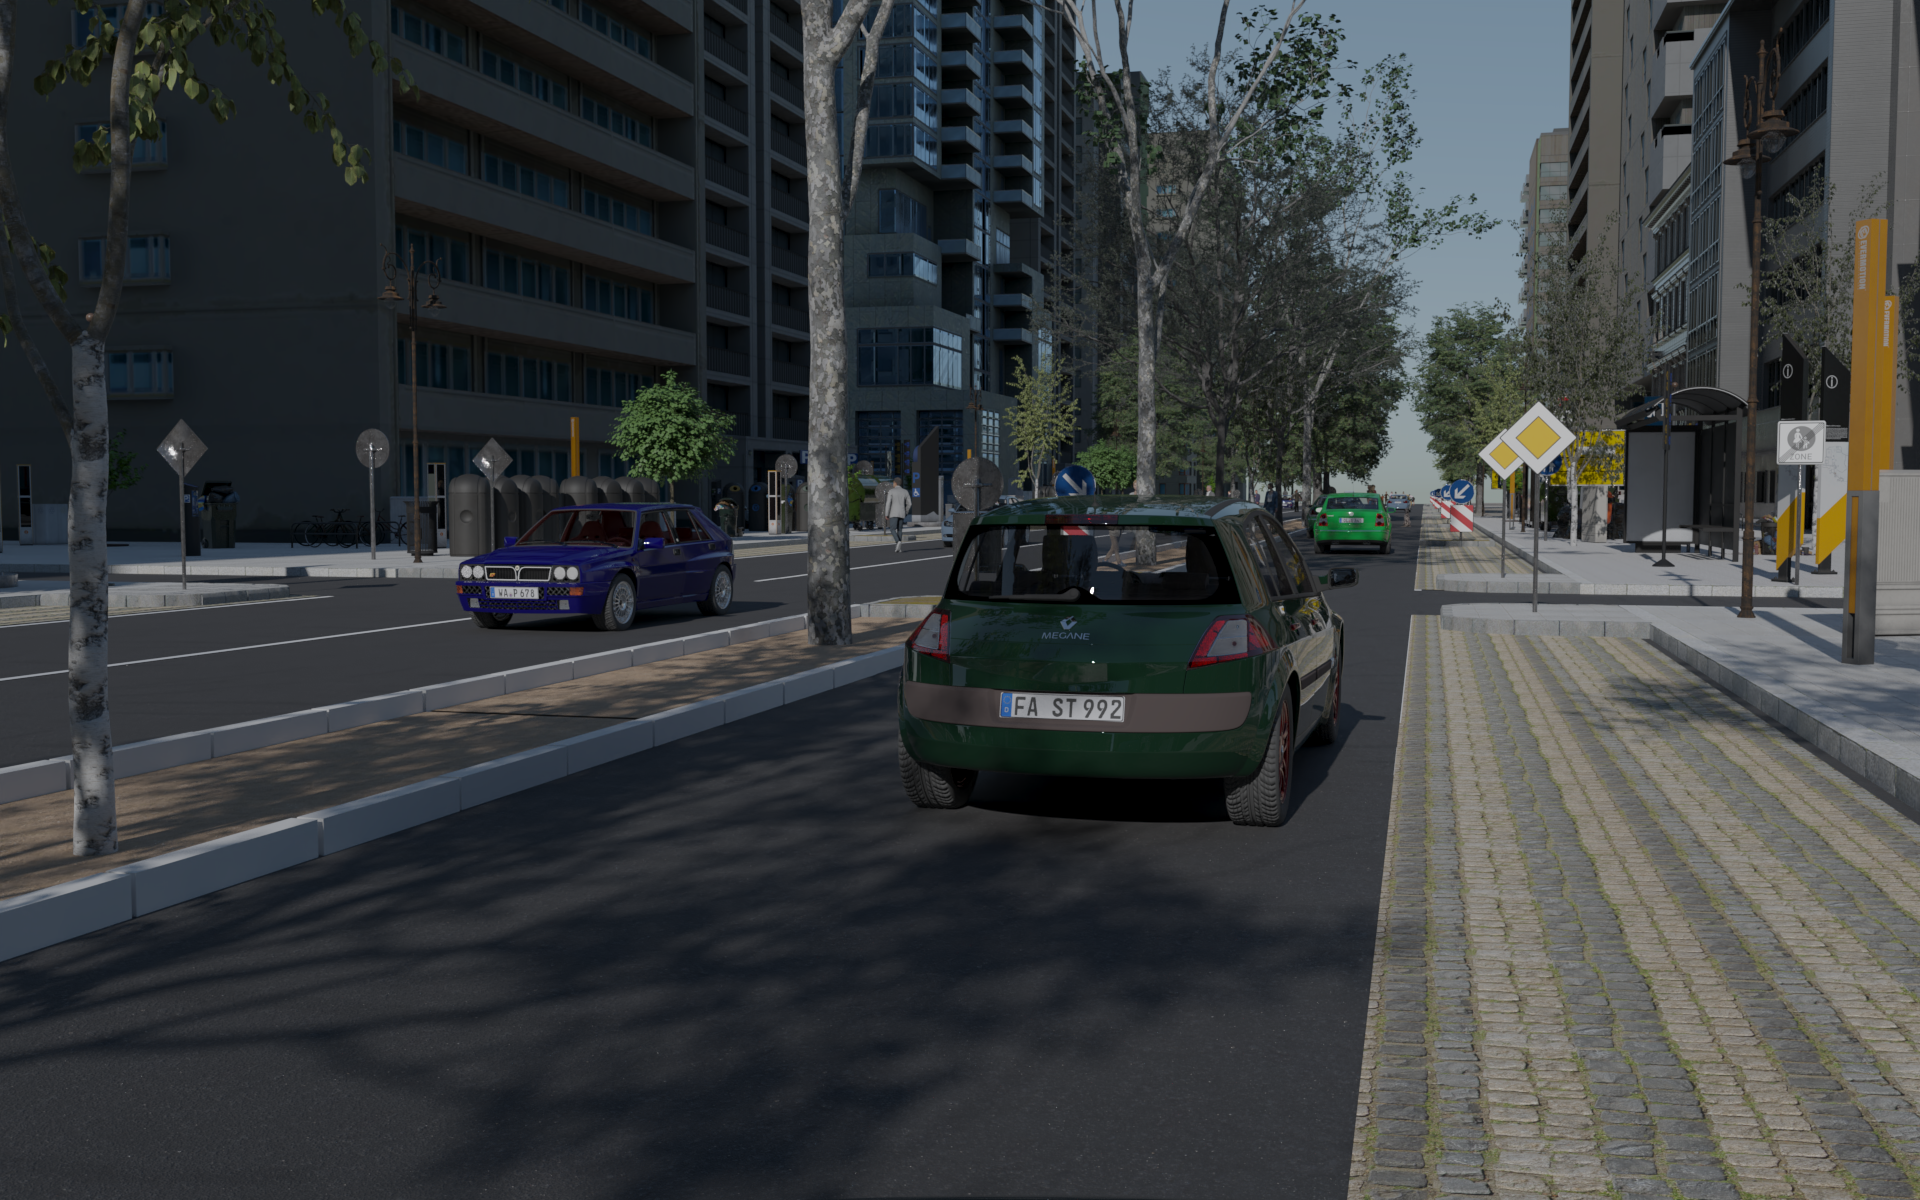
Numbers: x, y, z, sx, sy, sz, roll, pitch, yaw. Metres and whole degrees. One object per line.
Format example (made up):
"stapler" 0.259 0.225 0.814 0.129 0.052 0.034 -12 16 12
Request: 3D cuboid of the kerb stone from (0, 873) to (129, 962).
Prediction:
"kerb stone" -2.982 1.029 5.375 0.120 0.150 1.000 1 4 15

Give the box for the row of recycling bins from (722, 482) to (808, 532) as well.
"row of recycling bins" -6.551 -3.223 59.814 3.534 1.692 1.069 1 4 14

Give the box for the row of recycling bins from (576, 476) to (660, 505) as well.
"row of recycling bins" -8.118 -2.047 40.579 1.069 1.692 3.534 1 4 21

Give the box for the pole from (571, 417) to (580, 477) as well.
"pole" -10.225 -3.194 46.066 0.158 3.312 0.155 0 3 0

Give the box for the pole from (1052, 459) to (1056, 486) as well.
"pole" 5.395 -6.466 99.555 0.158 3.312 0.155 0 3 0

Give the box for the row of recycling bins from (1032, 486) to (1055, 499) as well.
"row of recycling bins" 4.559 -5.126 90.918 1.069 1.692 3.534 -1 4 -13

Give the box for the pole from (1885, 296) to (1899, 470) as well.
"pole" 9.583 -1.475 17.965 0.158 3.312 0.155 0 3 0

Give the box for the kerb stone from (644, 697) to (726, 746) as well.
"kerb stone" -1.658 0.728 10.319 0.120 0.150 1.000 1 4 15

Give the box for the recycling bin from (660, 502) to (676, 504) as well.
"recycling bin" -9.286 -2.519 53.742 0.722 1.027 0.722 1 4 18

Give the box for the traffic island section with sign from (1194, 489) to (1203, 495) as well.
"traffic island section with sign" 17.565 -7.276 127.585 1.989 1.847 2.006 1 4 15

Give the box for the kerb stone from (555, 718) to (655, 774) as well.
"kerb stone" -1.927 0.787 9.332 0.120 0.150 1.000 1 4 15

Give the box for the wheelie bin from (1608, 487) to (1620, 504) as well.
"wheelie bin" 31.124 -4.586 82.884 0.693 1.594 0.980 -1 4 -17

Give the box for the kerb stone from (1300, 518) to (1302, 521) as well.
"kerb stone" 17.447 -4.122 89.597 0.120 0.150 1.000 1 4 15

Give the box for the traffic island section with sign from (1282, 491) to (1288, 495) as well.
"traffic island section with sign" 38.987 -12.156 207.372 1.989 1.847 2.006 1 4 15

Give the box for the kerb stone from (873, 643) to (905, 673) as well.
"kerb stone" -0.599 0.492 14.271 0.120 0.150 1.000 1 4 15

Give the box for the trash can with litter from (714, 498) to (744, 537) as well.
"trash can with litter" -6.868 -2.467 51.724 0.624 1.170 1.055 1 4 14

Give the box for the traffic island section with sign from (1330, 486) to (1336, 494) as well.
"traffic island section with sign" 21.449 -5.646 100.448 2.006 1.907 1.989 1 4 15

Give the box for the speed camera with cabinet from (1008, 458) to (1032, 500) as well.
"speed camera with cabinet" 3.541 -6.250 96.527 0.660 3.252 2.038 3 5 42

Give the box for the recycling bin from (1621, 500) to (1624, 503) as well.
"recycling bin" 30.288 -4.011 78.141 0.722 1.027 0.722 0 4 1

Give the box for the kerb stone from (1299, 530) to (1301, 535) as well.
"kerb stone" 11.500 -2.270 59.316 0.120 0.150 1.000 1 4 15

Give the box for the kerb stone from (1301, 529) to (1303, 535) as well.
"kerb stone" 11.762 -2.329 60.307 0.120 0.150 1.000 1 4 15

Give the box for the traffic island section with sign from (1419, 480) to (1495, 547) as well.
"traffic island section with sign" 13.744 -2.402 47.897 1.989 1.847 2.006 1 4 15

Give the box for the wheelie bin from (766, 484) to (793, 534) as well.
"wheelie bin" -5.828 -2.956 56.242 0.980 1.594 0.693 1 4 17

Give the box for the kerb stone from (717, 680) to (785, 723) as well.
"kerb stone" -1.391 0.666 11.305 0.120 0.150 1.000 1 4 15

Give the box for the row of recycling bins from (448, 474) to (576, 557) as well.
"row of recycling bins" -9.637 -1.826 36.971 1.069 1.692 3.534 1 4 18

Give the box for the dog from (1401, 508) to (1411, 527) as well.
"dog" 19.591 -3.636 76.291 0.800 0.831 0.513 -3 4 -36

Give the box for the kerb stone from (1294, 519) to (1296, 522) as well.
"kerb stone" 16.388 -3.879 85.634 0.120 0.150 1.000 1 4 15

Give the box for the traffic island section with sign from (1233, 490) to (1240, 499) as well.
"traffic island section with sign" 24.555 -8.872 153.681 1.989 1.847 2.006 1 4 15

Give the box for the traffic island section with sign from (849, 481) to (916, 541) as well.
"traffic island section with sign" -2.424 -2.721 53.113 1.989 1.847 2.006 1 4 15

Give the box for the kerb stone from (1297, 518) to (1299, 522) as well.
"kerb stone" 16.918 -4.001 87.612 0.120 0.150 1.000 1 4 15

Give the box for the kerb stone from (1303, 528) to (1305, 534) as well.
"kerb stone" 12.025 -2.391 61.294 0.120 0.150 1.000 1 4 15

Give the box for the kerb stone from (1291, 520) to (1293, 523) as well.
"kerb stone" 15.853 -3.757 83.649 0.120 0.150 1.000 1 4 15

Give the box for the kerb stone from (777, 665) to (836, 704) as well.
"kerb stone" -1.121 0.606 12.294 0.120 0.150 1.000 1 4 15

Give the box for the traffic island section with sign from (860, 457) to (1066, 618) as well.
"traffic island section with sign" 0.048 -0.769 20.714 2.006 1.907 1.989 1 4 15

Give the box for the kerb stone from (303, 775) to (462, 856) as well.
"kerb stone" -2.447 0.909 7.353 0.120 0.150 1.000 1 4 15

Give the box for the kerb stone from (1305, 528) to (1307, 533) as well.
"kerb stone" 12.294 -2.452 62.280 0.120 0.150 1.000 1 4 15

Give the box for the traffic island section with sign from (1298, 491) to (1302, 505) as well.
"traffic island section with sign" 45.962 -13.748 233.413 1.989 1.847 2.006 1 4 15

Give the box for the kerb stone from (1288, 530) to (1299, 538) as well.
"kerb stone" 11.232 -2.208 58.329 0.120 0.150 1.000 1 4 15

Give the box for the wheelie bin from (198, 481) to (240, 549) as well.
"wheelie bin" -17.467 -2.018 40.904 0.693 1.594 0.980 3 5 41

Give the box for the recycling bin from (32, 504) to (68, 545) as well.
"recycling bin" -23.237 -1.928 44.079 0.722 1.027 0.722 1 4 19

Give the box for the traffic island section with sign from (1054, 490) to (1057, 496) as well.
"traffic island section with sign" 4.562 -4.313 79.150 1.989 1.847 2.006 1 4 15

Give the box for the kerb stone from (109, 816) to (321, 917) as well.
"kerb stone" -2.719 0.968 6.363 0.120 0.150 1.000 1 4 15

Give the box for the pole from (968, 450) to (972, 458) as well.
"pole" 0.438 -5.237 79.475 0.158 3.312 0.155 0 3 0

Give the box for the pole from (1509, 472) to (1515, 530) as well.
"pole" 19.670 -4.148 61.668 0.158 3.312 0.155 0 3 0

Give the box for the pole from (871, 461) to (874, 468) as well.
"pole" -5.424 -6.927 107.093 0.158 3.312 0.155 0 3 0

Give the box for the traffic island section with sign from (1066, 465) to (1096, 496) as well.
"traffic island section with sign" 1.978 -1.207 27.867 2.006 1.907 1.989 1 4 15

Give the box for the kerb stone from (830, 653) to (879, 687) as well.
"kerb stone" -0.854 0.545 13.281 0.120 0.150 1.000 1 4 15

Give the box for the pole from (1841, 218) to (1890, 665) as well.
"pole" 6.783 -1.171 12.984 0.158 3.312 0.155 0 3 0

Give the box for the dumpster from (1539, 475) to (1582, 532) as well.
"dumpster" 20.659 -3.496 59.646 1.502 2.255 1.985 1 4 15

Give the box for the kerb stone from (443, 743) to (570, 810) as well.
"kerb stone" -2.187 0.847 8.343 0.120 0.150 1.000 1 4 15
